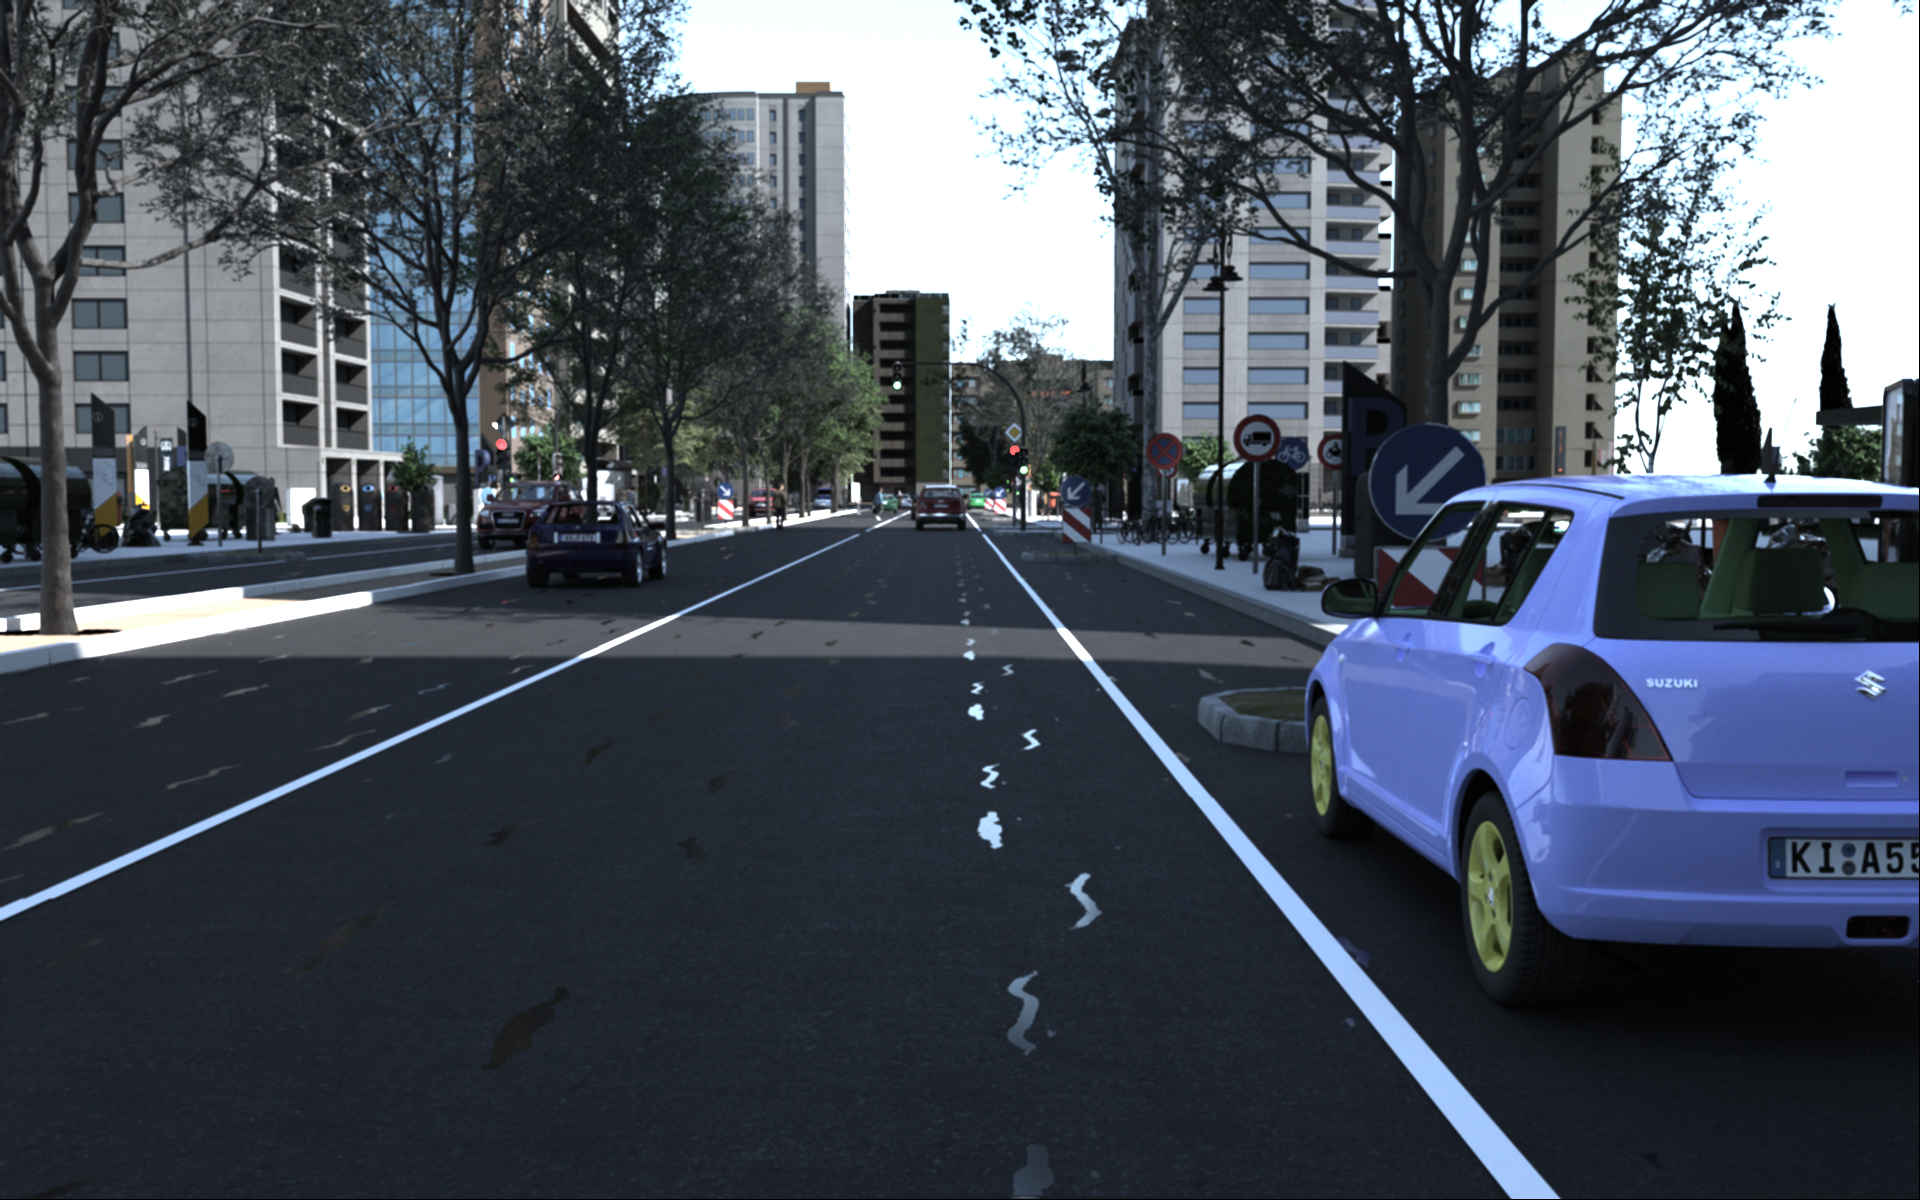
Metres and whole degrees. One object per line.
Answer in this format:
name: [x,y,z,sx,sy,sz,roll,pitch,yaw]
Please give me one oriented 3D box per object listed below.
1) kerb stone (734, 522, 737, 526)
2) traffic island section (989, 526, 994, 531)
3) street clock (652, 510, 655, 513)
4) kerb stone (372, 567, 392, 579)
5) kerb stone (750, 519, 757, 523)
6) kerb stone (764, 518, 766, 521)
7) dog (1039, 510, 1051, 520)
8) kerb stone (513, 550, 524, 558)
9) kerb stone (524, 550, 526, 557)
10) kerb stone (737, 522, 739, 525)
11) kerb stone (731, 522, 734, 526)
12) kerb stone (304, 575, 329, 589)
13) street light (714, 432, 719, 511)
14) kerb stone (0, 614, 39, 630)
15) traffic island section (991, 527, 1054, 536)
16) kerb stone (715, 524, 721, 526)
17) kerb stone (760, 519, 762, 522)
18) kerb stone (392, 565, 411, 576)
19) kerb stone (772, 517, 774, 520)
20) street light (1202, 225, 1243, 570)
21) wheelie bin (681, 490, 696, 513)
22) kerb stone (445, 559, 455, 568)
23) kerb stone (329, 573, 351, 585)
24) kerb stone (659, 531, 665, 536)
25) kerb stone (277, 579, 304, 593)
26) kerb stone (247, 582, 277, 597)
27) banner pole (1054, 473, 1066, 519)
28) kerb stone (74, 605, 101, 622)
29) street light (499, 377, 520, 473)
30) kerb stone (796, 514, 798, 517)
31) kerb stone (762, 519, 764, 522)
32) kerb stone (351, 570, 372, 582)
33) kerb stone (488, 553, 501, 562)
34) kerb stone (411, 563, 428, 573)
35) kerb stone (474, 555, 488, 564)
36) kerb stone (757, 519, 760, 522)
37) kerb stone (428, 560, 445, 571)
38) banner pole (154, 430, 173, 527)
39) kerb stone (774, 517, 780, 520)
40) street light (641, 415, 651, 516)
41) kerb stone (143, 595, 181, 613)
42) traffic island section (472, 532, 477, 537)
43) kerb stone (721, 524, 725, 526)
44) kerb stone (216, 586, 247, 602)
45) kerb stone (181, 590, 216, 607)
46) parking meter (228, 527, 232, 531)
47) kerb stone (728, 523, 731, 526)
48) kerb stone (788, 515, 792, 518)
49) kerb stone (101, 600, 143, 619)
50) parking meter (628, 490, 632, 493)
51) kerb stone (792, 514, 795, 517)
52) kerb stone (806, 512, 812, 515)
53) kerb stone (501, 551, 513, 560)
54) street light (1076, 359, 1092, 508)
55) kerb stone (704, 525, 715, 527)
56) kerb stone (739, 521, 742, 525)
kerb stone: [-10.178,-3.359,77.111,0.120,0.150,1.000,0,4,0]
traffic island section: [2.155,-2.793,67.949,2.009,0.180,2.903,0,4,0]
street clock: [-20.941,-6.934,117.943,0.358,2.002,0.471,2,4,30]
kerb stone: [-9.906,-0.437,29.394,0.120,0.150,1.000,0,4,0]
kerb stone: [-10.230,-3.854,85.297,0.120,0.150,1.000,0,4,0]
kerb stone: [-10.251,-4.110,89.397,0.120,0.150,1.000,0,4,0]
dog: [4.281,-4.276,86.737,0.406,0.507,0.540,3,4,39]
kerb stone: [-9.960,-1.005,38.632,0.120,0.150,1.000,0,4,0]
kerb stone: [-9.964,-1.068,39.660,0.120,0.150,1.000,0,4,0]
kerb stone: [-10.190,-3.420,78.133,0.120,0.150,1.000,0,4,0]
kerb stone: [-10.175,-3.296,76.089,0.120,0.150,1.000,0,4,0]
kerb stone: [-9.875,-0.250,26.328,0.120,0.150,1.000,0,4,0]
street light: [-18.145,-9.565,129.167,0.468,5.910,1.993,0,4,0]
kerb stone: [-9.831,0.249,18.127,0.120,0.150,1.000,0,4,0]
traffic island section: [2.202,-2.305,59.964,2.009,0.180,2.903,0,4,0]
kerb stone: [-10.149,-3.043,71.991,0.120,0.150,1.000,0,4,0]
kerb stone: [-10.236,-3.985,87.346,0.120,0.150,1.000,0,4,0]
kerb stone: [-9.910,-0.500,30.415,0.120,0.150,1.000,0,4,0]
kerb stone: [-10.281,-4.361,93.491,0.120,0.150,1.000,0,4,0]
street light: [4.423,-3.458,29.334,0.468,5.910,1.993,0,4,0]
wheelie bin: [-18.901,-6.876,120.337,0.980,1.594,0.693,-1,4,-22]
kerb stone: [-9.918,-0.690,33.492,0.120,0.150,1.000,0,4,0]
kerb stone: [-9.892,-0.315,27.349,0.120,0.150,1.000,0,4,0]
kerb stone: [-10.074,-2.260,59.140,0.120,0.150,1.000,0,4,0]
kerb stone: [-9.873,-0.190,25.306,0.120,0.150,1.000,0,4,0]
kerb stone: [-9.873,-0.128,24.284,0.120,0.150,1.000,0,4,0]
banner pole: [5.248,-6.057,89.044,0.863,3.779,0.401,-1,4,-14]
kerb stone: [-9.836,0.186,19.162,0.120,0.150,1.000,0,4,0]
street light: [-17.838,-5.866,68.703,0.468,5.910,1.993,0,4,0]
kerb stone: [-10.356,-5.239,107.857,0.120,0.150,1.000,0,4,0]
kerb stone: [-10.249,-4.046,88.371,0.120,0.150,1.000,0,4,0]
kerb stone: [-9.899,-0.377,28.371,0.120,0.150,1.000,0,4,0]
kerb stone: [-9.937,-0.880,36.584,0.120,0.150,1.000,0,4,0]
kerb stone: [-9.914,-0.564,31.441,0.120,0.150,1.000,0,4,0]
kerb stone: [-9.942,-0.816,35.551,0.120,0.150,1.000,0,4,0]
kerb stone: [-10.231,-3.920,86.324,0.120,0.150,1.000,0,4,0]
kerb stone: [-9.919,-0.628,32.470,0.120,0.150,1.000,0,4,0]
banner pole: [-31.378,-4.781,68.190,0.863,3.779,0.401,0,4,-6]
kerb stone: [-10.293,-4.548,96.561,0.120,0.150,1.000,0,4,0]
street light: [-17.976,-7.721,99.019,0.468,5.910,1.993,0,4,0]
kerb stone: [-9.853,0.060,21.211,0.120,0.150,1.000,0,4,0]
traffic island section: [-15.739,-2.299,59.864,2.009,0.180,2.903,0,4,0]
kerb stone: [-10.158,-3.102,73.019,0.120,0.150,1.000,0,4,0]
kerb stone: [-9.870,-0.065,23.260,0.120,0.150,1.000,0,4,0]
kerb stone: [-9.859,0.000,22.233,0.120,0.150,1.000,0,4,0]
parking meter: [-25.301,-3.331,60.167,0.399,1.863,0.255,0,4,-3]
kerb stone: [-10.169,-3.234,75.066,0.120,0.150,1.000,0,4,0]
kerb stone: [-10.340,-4.983,103.747,0.120,0.150,1.000,0,4,0]
kerb stone: [-9.846,0.123,20.184,0.120,0.150,1.000,0,4,0]
parking meter: [-20.837,-6.205,109.856,0.372,1.533,0.369,0,3,0]
kerb stone: [-10.345,-5.113,105.797,0.120,0.150,1.000,0,4,0]
kerb stone: [-10.428,-5.921,119.134,0.120,0.150,1.000,0,4,0]
kerb stone: [-9.947,-0.943,37.606,0.120,0.150,1.000,0,4,0]
street light: [4.243,-5.303,59.498,0.468,5.910,1.993,0,4,0]
kerb stone: [-10.139,-2.920,69.944,0.120,0.150,1.000,0,4,0]
kerb stone: [-10.193,-3.484,79.158,0.120,0.150,1.000,0,4,0]
